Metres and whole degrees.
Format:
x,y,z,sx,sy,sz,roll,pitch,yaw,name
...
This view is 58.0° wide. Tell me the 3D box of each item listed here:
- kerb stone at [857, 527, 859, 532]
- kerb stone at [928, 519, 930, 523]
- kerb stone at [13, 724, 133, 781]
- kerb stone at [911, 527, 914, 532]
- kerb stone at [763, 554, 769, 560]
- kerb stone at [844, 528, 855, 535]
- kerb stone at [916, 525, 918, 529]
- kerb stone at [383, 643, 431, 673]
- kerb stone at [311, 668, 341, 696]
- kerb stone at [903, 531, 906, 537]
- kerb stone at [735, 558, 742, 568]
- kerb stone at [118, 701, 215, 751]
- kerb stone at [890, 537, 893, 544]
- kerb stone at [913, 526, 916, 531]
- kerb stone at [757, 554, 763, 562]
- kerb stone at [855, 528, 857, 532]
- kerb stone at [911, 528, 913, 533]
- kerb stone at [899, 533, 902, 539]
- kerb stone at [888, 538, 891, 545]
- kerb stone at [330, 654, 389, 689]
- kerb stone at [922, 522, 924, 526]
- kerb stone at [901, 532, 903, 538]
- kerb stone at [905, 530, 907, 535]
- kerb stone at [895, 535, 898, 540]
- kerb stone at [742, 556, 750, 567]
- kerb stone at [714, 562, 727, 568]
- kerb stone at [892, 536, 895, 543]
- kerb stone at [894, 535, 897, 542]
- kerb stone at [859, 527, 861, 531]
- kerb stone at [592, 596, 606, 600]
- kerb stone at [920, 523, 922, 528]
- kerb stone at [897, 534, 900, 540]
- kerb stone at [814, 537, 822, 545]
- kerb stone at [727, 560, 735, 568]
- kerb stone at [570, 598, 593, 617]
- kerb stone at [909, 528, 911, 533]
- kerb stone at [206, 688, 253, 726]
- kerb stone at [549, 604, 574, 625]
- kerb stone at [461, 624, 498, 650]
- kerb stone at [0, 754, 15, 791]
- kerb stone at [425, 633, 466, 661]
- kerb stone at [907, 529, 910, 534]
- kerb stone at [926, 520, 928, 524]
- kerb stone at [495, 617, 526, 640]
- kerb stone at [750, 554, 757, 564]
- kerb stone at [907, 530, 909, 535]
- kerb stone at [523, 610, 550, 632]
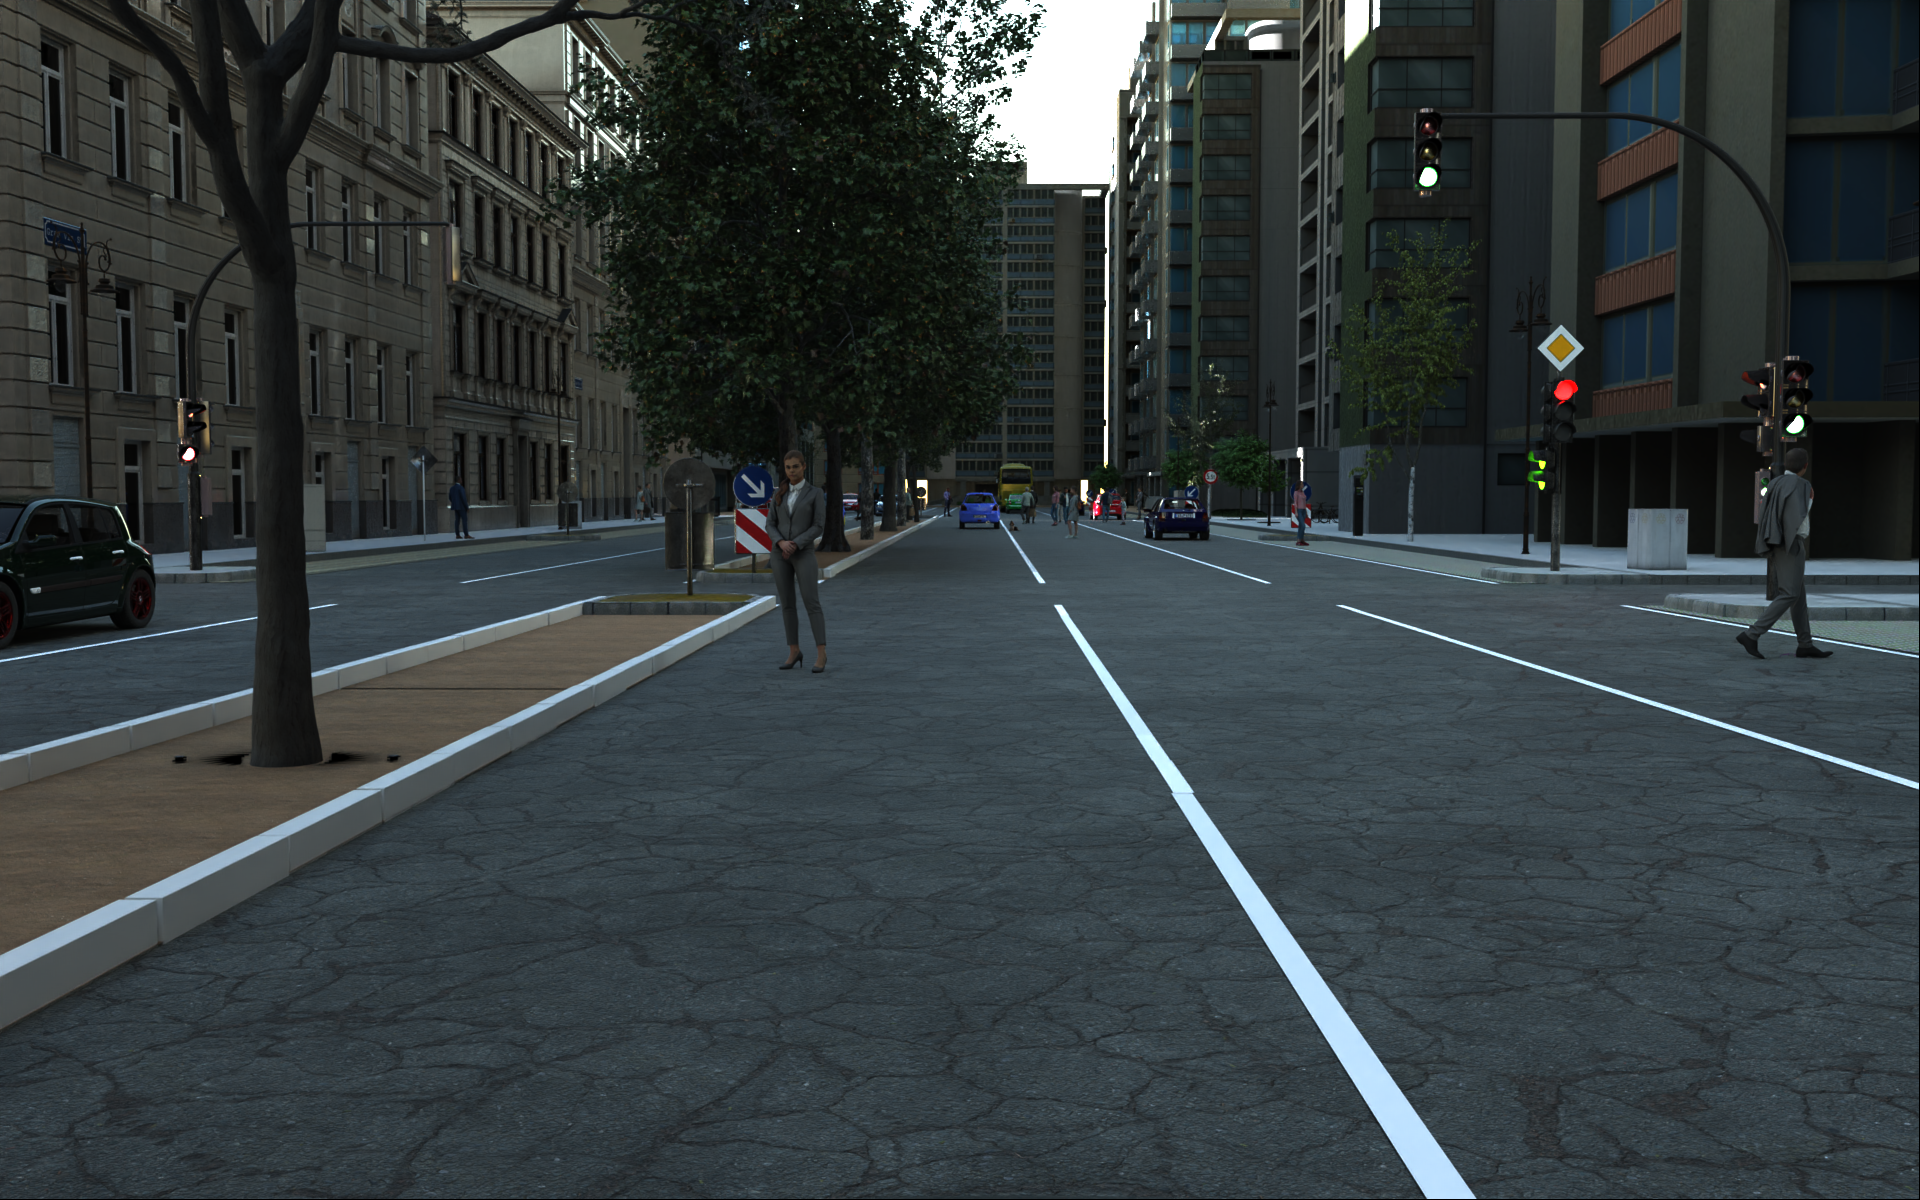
x,y,z,sx,sy,sz,roll,pitch,yaw,name
-3.937,-2.555,63.968,0.120,0.150,1.000,0,4,1,kerb stone
-1.617,-3.617,81.367,0.120,0.150,1.000,0,4,1,kerb stone
-4.653,0.803,9.072,0.120,0.150,1.000,0,4,1,kerb stone
-1.853,-2.490,62.909,0.120,0.150,1.000,0,4,1,kerb stone
-4.280,-0.923,37.298,0.120,0.150,1.000,0,4,1,kerb stone
-3.957,-2.427,61.924,0.120,0.150,1.000,0,4,1,kerb stone
-1.800,-2.741,67.009,0.120,0.150,1.000,0,4,1,kerb stone
-4.578,0.490,14.186,0.120,0.150,1.000,0,4,1,kerb stone
-4.606,0.619,12.140,0.120,0.150,1.000,0,4,1,kerb stone
-1.933,-2.113,56.748,0.120,0.150,1.000,0,4,1,kerb stone
-4.348,-0.673,33.193,0.120,0.150,1.000,0,4,1,kerb stone
-4.638,0.740,10.096,0.120,0.150,1.000,0,4,1,kerb stone
-2.034,-1.612,48.546,0.120,0.150,1.000,0,4,1,kerb stone
-1.836,-2.615,64.959,0.120,0.150,1.000,0,4,1,kerb stone
-4.298,-0.854,36.276,0.120,0.150,1.000,0,4,1,kerb stone
-3.949,-2.492,62.946,0.120,0.150,1.000,0,4,1,kerb stone
-1.867,-2.421,61.887,0.120,0.150,1.000,0,4,1,kerb stone
-1.973,-1.926,53.681,0.120,0.150,1.000,0,4,1,kerb stone
-2.055,-1.549,47.524,0.120,0.150,1.000,0,4,1,kerb stone
-4.592,0.553,13.163,0.120,0.150,1.000,0,4,1,kerb stone
-1.720,-3.118,73.172,0.120,0.150,1.000,0,4,1,kerb stone
-1.953,-1.988,54.703,0.120,0.150,1.000,0,4,1,kerb stone
-1.922,-2.175,57.774,0.120,0.150,1.000,0,4,1,kerb stone
-1.996,-1.798,51.621,0.120,0.150,1.000,0,4,1,kerb stone
-4.326,-0.735,34.220,0.120,0.150,1.000,0,4,1,kerb stone
-4.361,-0.547,31.146,0.120,0.150,1.000,0,4,1,kerb stone
-2.022,-1.674,49.571,0.120,0.150,1.000,0,4,1,kerb stone
-2.012,-1.737,50.593,0.120,0.150,1.000,0,4,1,kerb stone
-3.922,-2.616,64.994,0.120,0.150,1.000,0,4,1,kerb stone
-4.495,0.058,21.356,0.120,0.150,1.000,0,4,1,kerb stone
-1.742,-2.992,71.110,0.120,0.150,1.000,0,4,1,kerb stone
-1.984,-1.863,52.654,0.120,0.150,1.000,0,4,1,kerb stone
-4.106,-1.740,50.649,0.120,0.150,1.000,0,4,1,kerb stone
-4.352,-0.605,32.169,0.120,0.150,1.000,0,4,1,kerb stone
-4.506,0.114,20.329,0.120,0.150,1.000,0,4,1,kerb stone
-1.879,-2.365,60.860,0.120,0.150,1.000,0,4,1,kerb stone
-4.620,0.678,11.118,0.120,0.150,1.000,0,4,1,kerb stone
-4.511,0.179,19.307,0.120,0.150,1.000,0,4,1,kerb stone
-4.556,0.365,16.234,0.120,0.150,1.000,0,4,1,kerb stone
-4.664,0.866,8.049,0.120,0.150,1.000,0,4,1,kerb stone
-4.570,0.431,15.210,0.120,0.150,1.000,0,4,1,kerb stone
-1.894,-2.302,59.838,0.120,0.150,1.000,0,4,1,kerb stone
-1.656,-3.431,78.286,0.120,0.150,1.000,0,4,1,kerb stone
-4.543,0.302,17.256,0.120,0.150,1.000,0,4,1,kerb stone
-4.312,-0.797,35.242,0.120,0.150,1.000,0,4,1,kerb stone
-1.911,-2.239,58.796,0.120,0.150,1.000,0,4,1,kerb stone
-4.535,0.244,18.278,0.120,0.150,1.000,0,4,1,kerb stone
